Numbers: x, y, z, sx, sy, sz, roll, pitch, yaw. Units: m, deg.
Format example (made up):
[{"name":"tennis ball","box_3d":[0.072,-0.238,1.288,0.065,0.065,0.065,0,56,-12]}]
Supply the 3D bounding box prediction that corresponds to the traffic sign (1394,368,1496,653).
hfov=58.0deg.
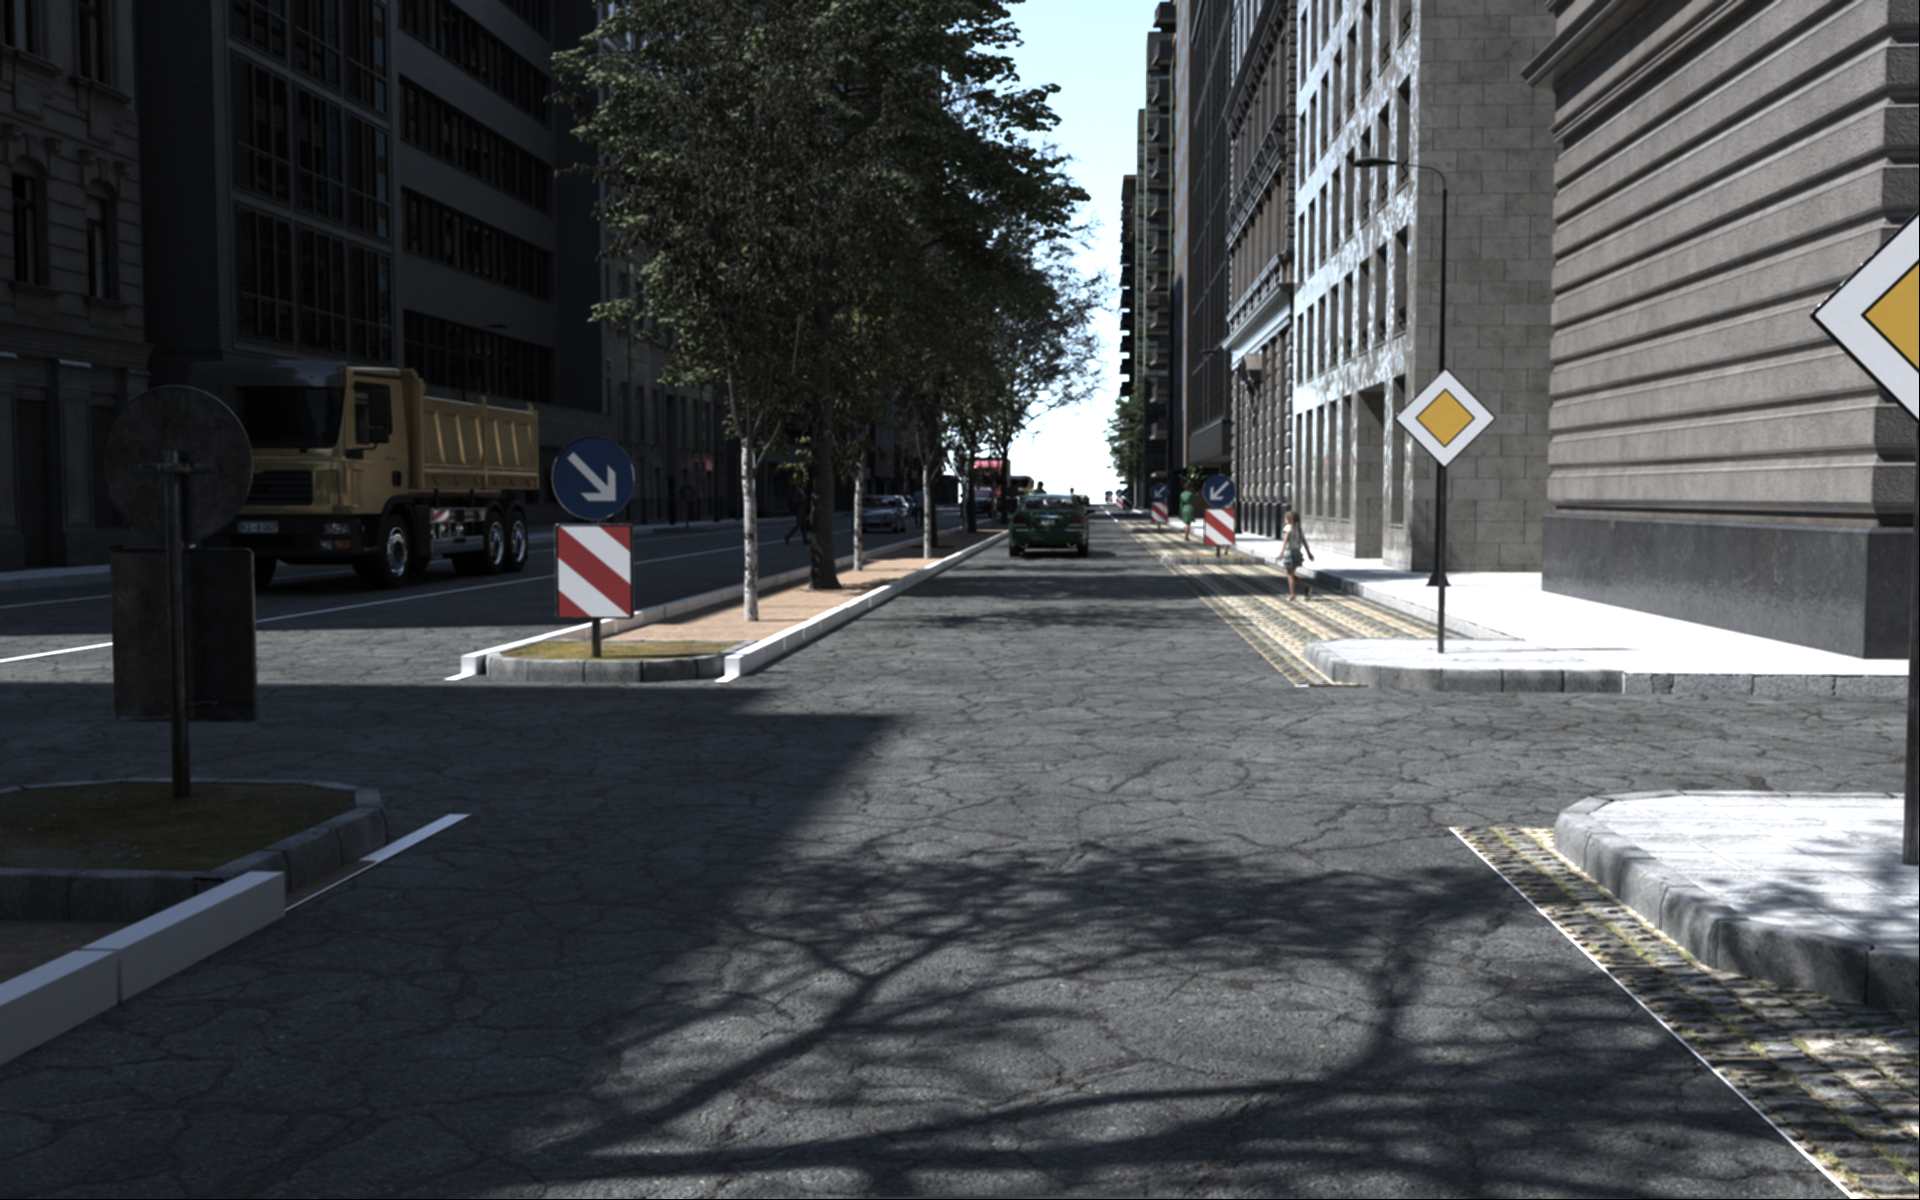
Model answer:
[{"name":"traffic sign","box_3d":[3.874,-0.628,13.904,0.795,2.450,0.064,0,4,4]}]

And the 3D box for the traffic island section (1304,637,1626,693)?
[{"name":"traffic island section","box_3d":[3.898,0.508,13.980,2.009,0.180,2.903,0,4,4]}]

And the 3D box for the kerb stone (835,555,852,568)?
[{"name":"kerb stone","box_3d":[-2.350,-0.764,34.683,0.120,0.150,1.000,0,4,4]}]

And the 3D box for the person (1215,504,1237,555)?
[{"name":"person","box_3d":[6.176,-1.630,40.172,0.505,1.210,0.382,-2,4,-35]}]

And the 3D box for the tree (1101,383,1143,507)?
[{"name":"tree","box_3d":[18.142,-15.753,175.692,7.486,12.596,7.792,0,3,0]}]

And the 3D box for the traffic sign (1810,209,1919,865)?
[{"name":"traffic sign","box_3d":[3.292,-0.141,5.941,0.795,2.450,0.064,0,4,4]}]

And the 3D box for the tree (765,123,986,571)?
[{"name":"tree","box_3d":[-1.909,-4.848,32.086,4.737,8.622,4.395,0,3,0]}]

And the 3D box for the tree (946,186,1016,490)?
[{"name":"tree","box_3d":[-0.715,-5.190,37.673,4.360,8.622,3.978,0,3,0]}]

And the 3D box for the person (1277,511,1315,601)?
[{"name":"person","box_3d":[4.430,-0.577,22.950,0.505,1.210,0.382,-3,5,-44]}]

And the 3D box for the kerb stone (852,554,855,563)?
[{"name":"kerb stone","box_3d":[-2.276,-0.826,35.703,0.120,0.150,1.000,0,4,4]}]

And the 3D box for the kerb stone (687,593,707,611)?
[{"name":"kerb stone","box_3d":[-3.320,0.050,21.382,0.120,0.150,1.000,0,4,4]}]

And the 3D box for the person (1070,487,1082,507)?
[{"name":"person","box_3d":[5.140,-4.218,78.139,0.731,1.740,0.598,1,4,10]}]

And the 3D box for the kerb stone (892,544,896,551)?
[{"name":"kerb stone","box_3d":[-1.757,-1.265,42.875,0.120,0.150,1.000,0,4,4]}]

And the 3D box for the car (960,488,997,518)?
[{"name":"car","box_3d":[1.169,-6.041,107.439,2.281,1.827,5.304,0,4,4]}]

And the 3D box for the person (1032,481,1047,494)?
[{"name":"person","box_3d":[2.433,-2.861,55.080,0.655,1.846,0.447,-2,4,-32]}]

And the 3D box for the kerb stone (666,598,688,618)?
[{"name":"kerb stone","box_3d":[-3.395,0.115,20.353,0.120,0.150,1.000,0,4,4]}]

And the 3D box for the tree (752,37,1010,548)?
[{"name":"tree","box_3d":[-0.787,-8.134,45.820,12.009,13.543,11.850,0,3,0]}]

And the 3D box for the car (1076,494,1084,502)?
[{"name":"car","box_3d":[11.516,-10.098,175.318,2.015,1.641,3.980,0,4,3]}]

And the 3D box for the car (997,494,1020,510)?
[{"name":"car","box_3d":[4.220,-8.912,154.387,2.281,1.827,5.304,0,4,4]}]

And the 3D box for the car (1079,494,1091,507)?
[{"name":"car","box_3d":[13.959,-11.443,198.883,2.131,1.459,4.920,0,4,5]}]

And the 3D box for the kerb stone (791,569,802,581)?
[{"name":"kerb stone","box_3d":[-2.795,-0.389,28.553,0.120,0.150,1.000,0,4,4]}]

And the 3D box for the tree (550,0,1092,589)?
[{"name":"tree","box_3d":[-1.980,-6.402,25.249,7.486,12.596,7.792,0,3,0]}]

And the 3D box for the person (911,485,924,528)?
[{"name":"person","box_3d":[-1.734,-3.959,73.254,0.660,1.820,0.620,-1,4,-12]}]

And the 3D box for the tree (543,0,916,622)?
[{"name":"tree","box_3d":[-2.340,-4.042,18.906,4.360,8.622,3.978,0,3,0]}]

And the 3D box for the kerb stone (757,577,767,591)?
[{"name":"kerb stone","box_3d":[-3.022,-0.201,25.478,0.120,0.150,1.000,0,4,4]}]

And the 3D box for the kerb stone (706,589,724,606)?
[{"name":"kerb stone","box_3d":[-3.253,-0.011,22.409,0.120,0.150,1.000,0,4,4]}]

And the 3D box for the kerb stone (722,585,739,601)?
[{"name":"kerb stone","box_3d":[-3.177,-0.075,23.428,0.120,0.150,1.000,0,4,4]}]

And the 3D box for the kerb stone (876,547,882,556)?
[{"name":"kerb stone","box_3d":[-1.978,-1.075,39.796,0.120,0.150,1.000,0,4,4]}]

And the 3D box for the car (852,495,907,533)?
[{"name":"car","box_3d":[-2.998,-3.241,64.989,2.014,1.417,4.499,0,4,3]}]

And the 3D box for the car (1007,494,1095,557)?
[{"name":"car","box_3d":[2.139,-1.788,41.028,2.131,1.459,4.920,0,4,4]}]

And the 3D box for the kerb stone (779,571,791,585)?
[{"name":"kerb stone","box_3d":[-2.877,-0.326,27.535,0.120,0.150,1.000,0,4,4]}]

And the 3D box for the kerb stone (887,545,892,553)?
[{"name":"kerb stone","box_3d":[-1.828,-1.202,41.856,0.120,0.150,1.000,0,4,4]}]

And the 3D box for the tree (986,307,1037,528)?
[{"name":"tree","box_3d":[0.113,-6.266,55.277,4.737,8.622,4.395,0,3,0]}]

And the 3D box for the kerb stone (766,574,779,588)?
[{"name":"kerb stone","box_3d":[-2.958,-0.264,26.506,0.120,0.150,1.000,0,4,4]}]

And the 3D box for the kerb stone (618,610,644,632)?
[{"name":"kerb stone","box_3d":[-3.554,0.238,18.306,0.120,0.150,1.000,0,4,4]}]

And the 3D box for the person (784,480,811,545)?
[{"name":"person","box_3d":[-4.564,-2.494,49.249,0.822,1.834,0.622,0,4,5]}]

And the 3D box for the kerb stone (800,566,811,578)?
[{"name":"kerb stone","box_3d":[-2.724,-0.451,29.573,0.120,0.150,1.000,0,4,4]}]

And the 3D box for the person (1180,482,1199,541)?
[{"name":"person","box_3d":[6.906,-2.681,52.588,0.600,1.795,0.529,2,4,32]}]

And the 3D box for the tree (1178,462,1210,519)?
[{"name":"tree","box_3d":[12.155,-5.881,90.760,1.663,3.219,1.824,0,3,0]}]

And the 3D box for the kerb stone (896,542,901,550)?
[{"name":"kerb stone","box_3d":[-1.680,-1.327,43.894,0.120,0.150,1.000,0,4,4]}]

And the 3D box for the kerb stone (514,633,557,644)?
[{"name":"kerb stone","box_3d":[-3.773,0.427,15.221,0.120,0.150,1.000,0,4,4]}]

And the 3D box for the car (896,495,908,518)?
[{"name":"car","box_3d":[-4.123,-5.602,103.960,2.083,1.381,4.827,0,4,2]}]

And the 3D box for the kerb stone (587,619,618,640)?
[{"name":"kerb stone","box_3d":[-3.631,0.301,17.270,0.120,0.150,1.000,0,4,4]}]

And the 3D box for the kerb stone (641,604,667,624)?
[{"name":"kerb stone","box_3d":[-3.481,0.175,19.329,0.120,0.150,1.000,0,4,4]}]

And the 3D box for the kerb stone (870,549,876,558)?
[{"name":"kerb stone","box_3d":[-2.060,-1.014,38.778,0.120,0.150,1.000,0,4,4]}]

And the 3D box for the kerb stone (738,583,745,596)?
[{"name":"kerb stone","box_3d":[-3.101,-0.138,24.452,0.120,0.150,1.000,0,4,4]}]

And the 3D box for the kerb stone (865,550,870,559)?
[{"name":"kerb stone","box_3d":[-2.131,-0.951,37.749,0.120,0.150,1.000,0,4,4]}]

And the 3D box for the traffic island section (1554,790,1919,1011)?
[{"name":"traffic island section","box_3d":[3.316,0.995,6.016,2.009,0.180,2.903,0,4,4]}]

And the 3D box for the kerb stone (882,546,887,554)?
[{"name":"kerb stone","box_3d":[-1.906,-1.140,40.834,0.120,0.150,1.000,0,4,4]}]

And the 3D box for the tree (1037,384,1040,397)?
[{"name":"tree","box_3d":[1.368,-7.305,72.248,4.737,8.622,4.395,0,3,0]}]

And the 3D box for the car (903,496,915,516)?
[{"name":"car","box_3d":[-3.955,-6.144,113.033,1.945,1.354,3.894,0,4,6]}]

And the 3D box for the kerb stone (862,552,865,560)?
[{"name":"kerb stone","box_3d":[-2.199,-0.889,36.723,0.120,0.150,1.000,0,4,4]}]

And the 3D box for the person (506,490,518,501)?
[{"name":"person","box_3d":[-11.615,-2.208,44.813,0.699,1.804,1.509,-1,4,-8]}]

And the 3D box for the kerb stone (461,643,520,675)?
[{"name":"kerb stone","box_3d":[-3.852,0.489,14.198,0.120,0.150,1.000,0,4,4]}]

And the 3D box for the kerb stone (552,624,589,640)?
[{"name":"kerb stone","box_3d":[-3.704,0.364,16.242,0.120,0.150,1.000,0,4,4]}]

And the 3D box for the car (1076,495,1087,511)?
[{"name":"car","box_3d":[5.332,-4.706,86.735,2.009,1.686,4.222,0,4,6]}]
